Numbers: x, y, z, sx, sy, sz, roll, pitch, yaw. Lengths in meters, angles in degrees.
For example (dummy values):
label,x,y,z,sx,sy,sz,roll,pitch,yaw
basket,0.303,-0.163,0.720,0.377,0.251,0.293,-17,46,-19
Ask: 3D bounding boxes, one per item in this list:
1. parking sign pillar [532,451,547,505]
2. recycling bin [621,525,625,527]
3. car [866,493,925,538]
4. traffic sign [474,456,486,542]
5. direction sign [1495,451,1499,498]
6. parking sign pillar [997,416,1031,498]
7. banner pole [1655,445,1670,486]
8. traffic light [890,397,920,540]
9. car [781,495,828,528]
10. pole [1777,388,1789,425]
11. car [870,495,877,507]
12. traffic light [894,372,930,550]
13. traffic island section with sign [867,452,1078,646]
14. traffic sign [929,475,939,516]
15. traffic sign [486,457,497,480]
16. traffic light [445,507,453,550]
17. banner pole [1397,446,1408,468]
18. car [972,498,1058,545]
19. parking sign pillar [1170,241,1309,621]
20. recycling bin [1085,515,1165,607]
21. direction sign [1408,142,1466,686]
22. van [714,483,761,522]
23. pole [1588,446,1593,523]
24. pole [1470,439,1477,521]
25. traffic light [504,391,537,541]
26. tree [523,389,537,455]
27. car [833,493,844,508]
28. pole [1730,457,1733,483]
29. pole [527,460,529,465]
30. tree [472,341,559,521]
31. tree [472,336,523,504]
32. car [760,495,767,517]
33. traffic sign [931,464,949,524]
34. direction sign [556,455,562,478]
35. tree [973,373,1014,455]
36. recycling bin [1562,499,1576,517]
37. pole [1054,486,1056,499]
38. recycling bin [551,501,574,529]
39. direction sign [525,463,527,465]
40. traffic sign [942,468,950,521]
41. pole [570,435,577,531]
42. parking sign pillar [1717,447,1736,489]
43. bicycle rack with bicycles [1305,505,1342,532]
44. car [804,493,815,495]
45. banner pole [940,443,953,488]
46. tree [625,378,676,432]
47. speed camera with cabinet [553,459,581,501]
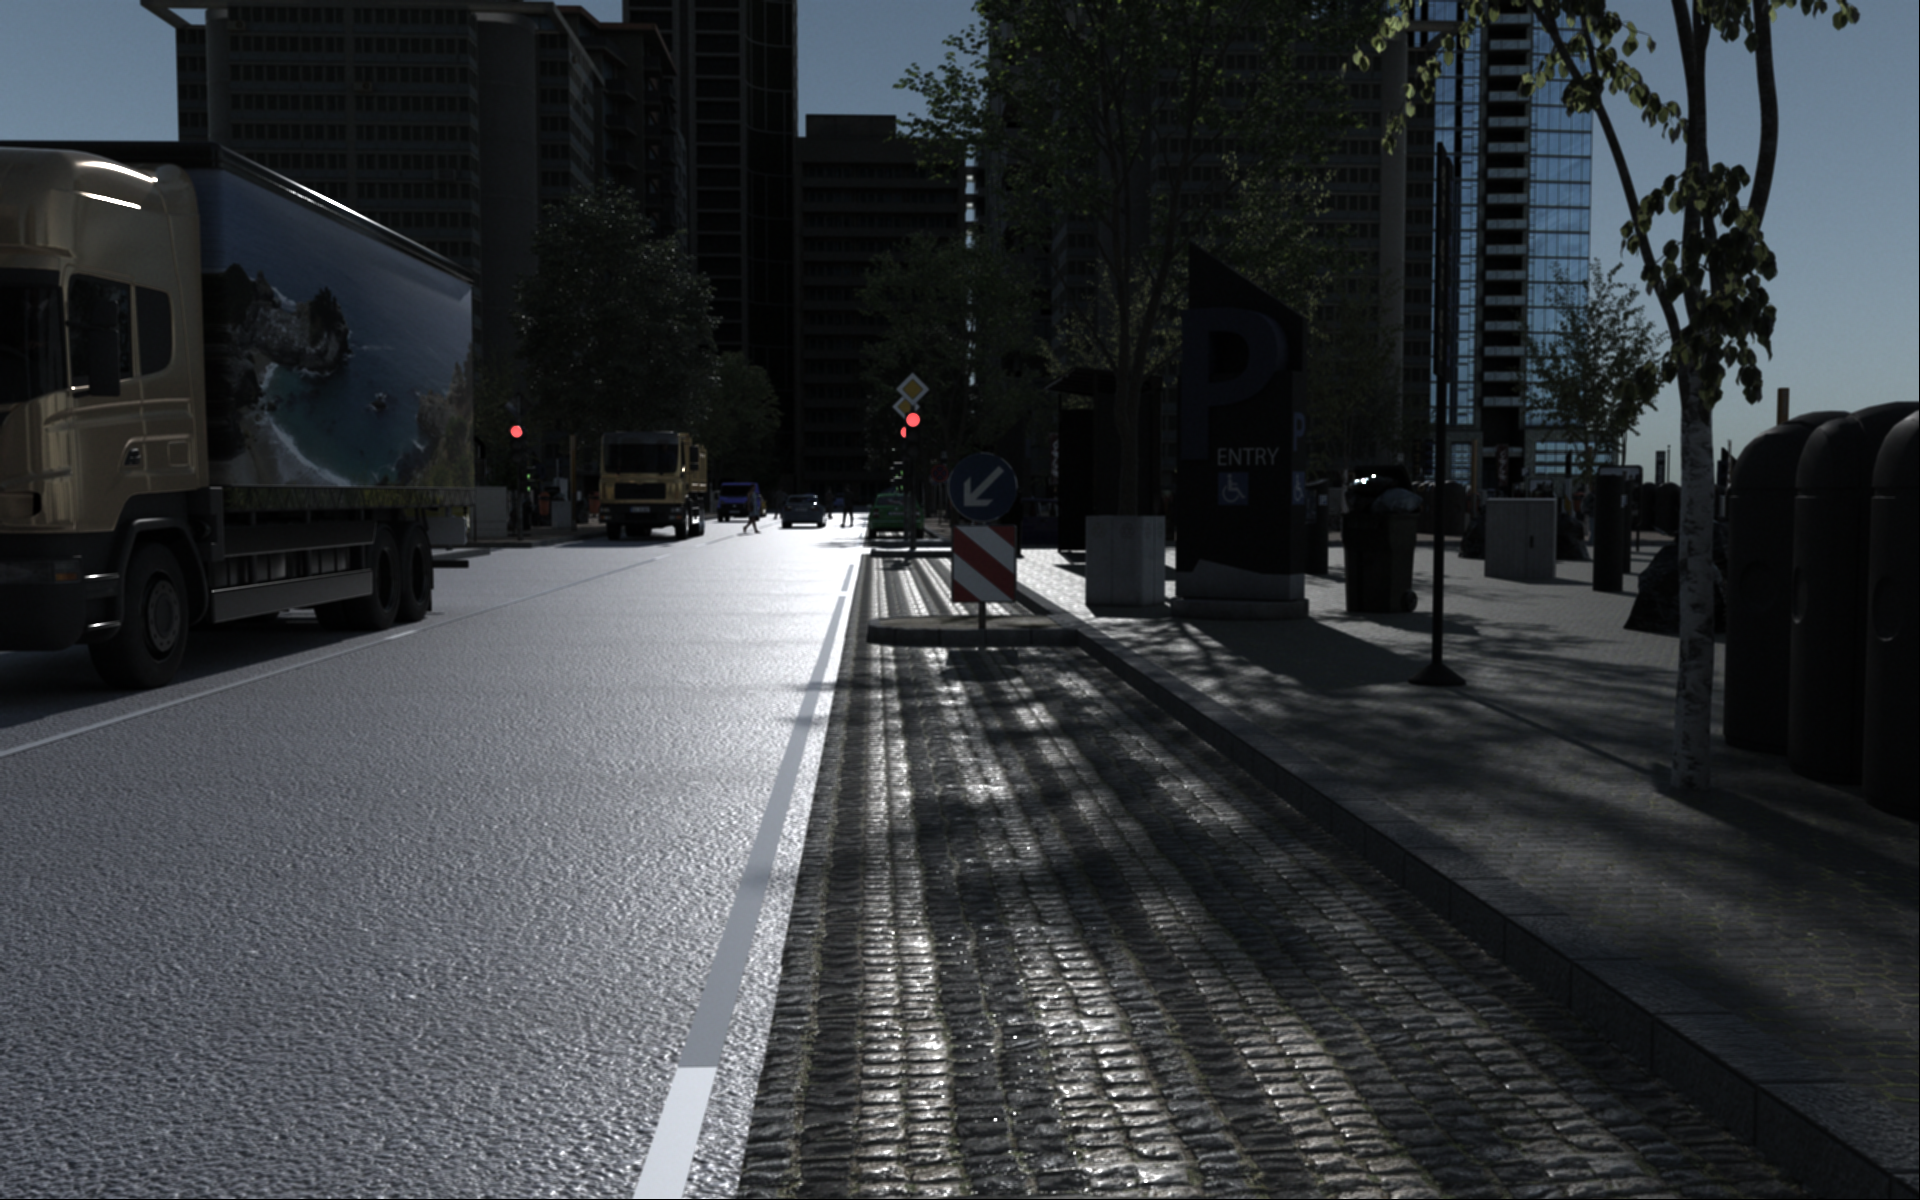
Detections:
label,x,y,z,sx,sy,sz,roll,pitch,yaw
parking sign pillar,-26.667,-7.424,109.851,1.447,3.967,1.447,1,4,9
recycling bin,-13.476,-3.401,68.167,0.722,1.027,0.722,1,4,9
car,-2.110,-2.944,56.937,1.959,1.807,4.718,0,4,-3
traffic sign,-13.066,-2.722,46.642,0.606,2.300,0.079,0,4,6
direction sign,28.493,-6.098,91.701,0.379,3.537,0.876,0,4,-3
parking sign pillar,1.882,-4.399,60.396,1.447,3.967,1.447,-3,5,-41
banner pole,35.959,-6.026,88.544,0.863,3.779,0.401,0,4,8
traffic light,-1.506,-3.612,47.972,0.839,4.253,0.868,0,4,-3
car,-6.726,-3.837,74.739,2.014,1.417,4.499,0,4,-2
pole,15.838,-2.420,33.408,0.158,3.312,0.155,0,3,0
car,-6.594,-8.126,145.442,1.945,1.354,3.894,0,4,-1
traffic light,-1.107,-3.124,39.997,0.839,4.253,0.868,0,4,-3
traffic island section with sign,0.075,-0.526,17.222,1.989,1.847,2.006,0,4,-3
traffic sign,-1.433,-6.195,101.391,0.768,2.556,0.104,0,4,5
traffic sign,-14.680,-3.246,54.255,0.795,2.450,0.064,0,4,5
traffic light,-11.654,-3.091,39.456,0.839,4.253,0.868,0,4,-3
banner pole,23.074,-6.132,90.268,0.863,3.779,0.401,-2,4,-24
car,2.194,-1.864,43.055,3.894,1.354,1.945,0,4,-2
parking sign pillar,2.944,-1.815,18.142,1.447,3.967,1.447,2,4,33
recycling bin,1.920,-0.460,20.081,0.722,1.027,0.722,2,4,30
direction sign,3.233,-1.201,11.640,0.379,3.537,0.876,1,4,21
van,-11.647,-5.317,91.320,2.240,2.365,5.245,0,4,-2
pole,26.854,-4.896,73.887,0.158,3.312,0.155,0,3,0
pole,19.213,-4.338,64.768,0.158,3.312,0.155,0,3,0
traffic light,-12.053,-3.579,47.431,0.839,4.253,0.868,0,4,-3
tree,-29.850,-10.064,114.914,4.360,8.622,3.978,0,3,0
car,-11.867,-10.088,174.531,1.945,1.707,3.694,0,4,-2
pole,42.250,-6.190,95.046,0.158,3.312,0.155,0,3,0
pole,-25.862,-6.711,103.574,0.158,3.312,0.155,0,3,0
tree,-21.491,-8.101,82.821,4.737,8.622,4.395,0,3,0
tree,-22.511,-7.765,77.317,4.360,8.622,3.978,0,3,0
car,-13.013,-5.970,107.828,2.015,1.641,3.980,0,4,-2
traffic sign,-0.856,-4.528,74.134,0.768,2.556,0.104,0,4,4
direction sign,-23.505,-6.704,101.605,0.379,3.537,0.876,-3,4,-36
tree,2.573,-9.271,101.943,4.737,8.622,4.395,0,3,0
recycling bin,32.143,-4.822,91.391,0.722,1.027,0.722,3,5,44
pole,4.342,-5.266,79.940,0.158,3.312,0.155,0,3,0
recycling bin,-14.558,-3.125,63.645,0.722,1.027,0.722,-2,4,-31
direction sign,-23.562,-6.172,92.903,0.876,3.537,0.379,2,4,24
traffic sign,-0.664,-5.122,83.848,0.768,2.556,0.104,0,4,2
pole,-13.368,-4.038,59.870,0.158,3.312,0.155,0,3,0
parking sign pillar,44.073,-6.788,99.460,1.447,3.967,1.447,-1,4,-16
bicycle rack with bicycles,12.092,-2.738,58.152,2.925,0.926,2.852,-1,4,-13
car,-16.480,-11.028,189.904,1.945,1.707,3.694,0,4,-3
banner pole,-0.590,-5.799,84.833,0.863,3.779,0.401,1,4,20
tree,-19.541,-9.616,107.590,4.360,8.622,3.978,0,3,0
speed camera with cabinet,-22.072,-6.301,97.362,0.660,3.252,2.038,-3,5,-44
